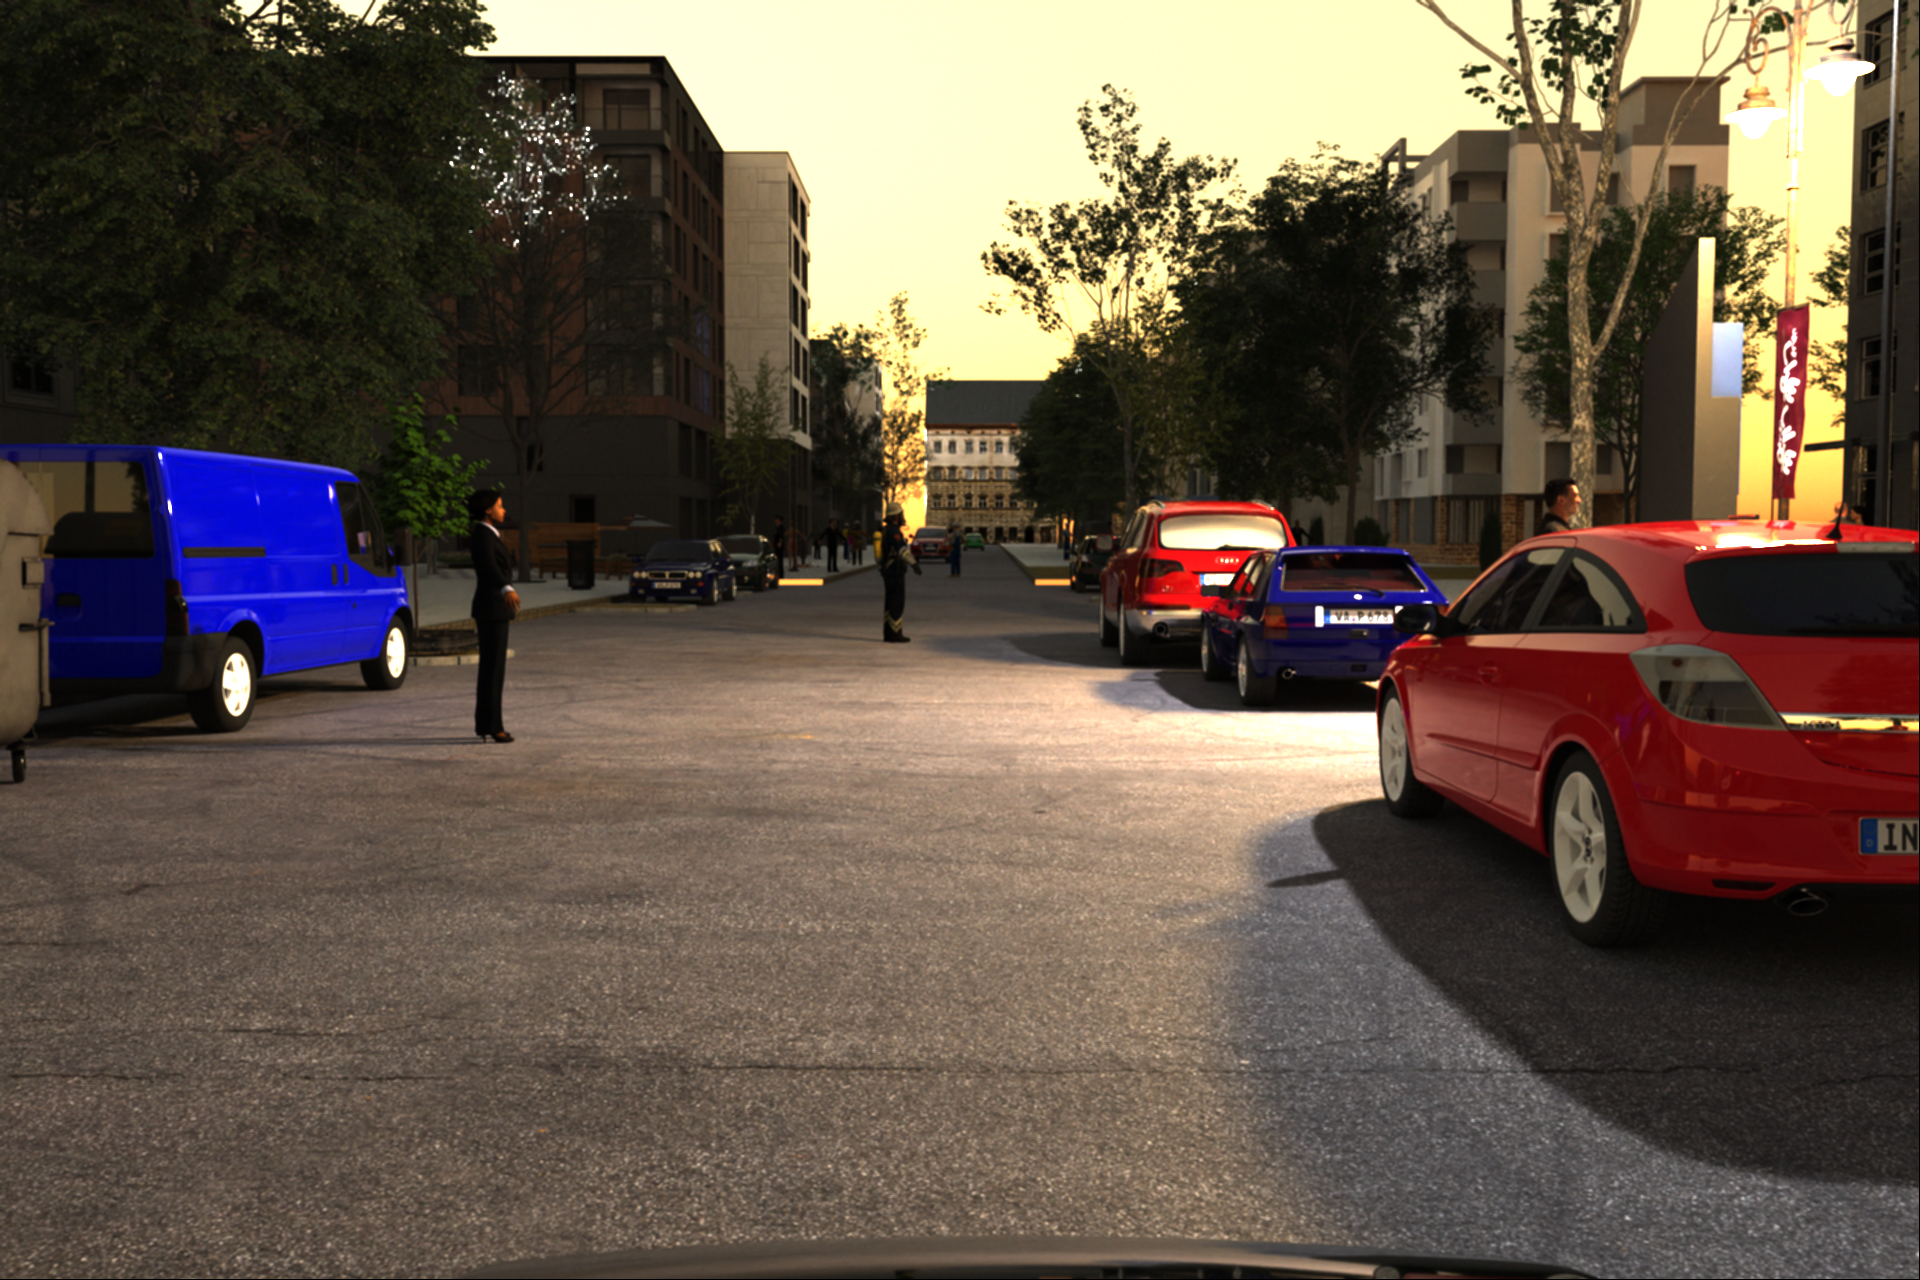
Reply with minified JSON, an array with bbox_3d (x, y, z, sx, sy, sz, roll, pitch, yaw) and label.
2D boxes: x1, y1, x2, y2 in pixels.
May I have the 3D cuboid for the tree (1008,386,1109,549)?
[{"bbox_3d":[8.629,-14.744,147.722,9.857,13.997,8.962,0,3,0],"label":"tree"}]

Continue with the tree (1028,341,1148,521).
[{"bbox_3d":[7.531,-11.196,101.176,7.486,12.596,7.792,0,3,0],"label":"tree"}]

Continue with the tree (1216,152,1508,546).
[{"bbox_3d":[9.725,-6.564,41.731,7.601,10.594,8.767,-2,4,-28],"label":"tree"}]

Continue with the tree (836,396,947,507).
[{"bbox_3d":[-6.266,-14.859,153.309,12.009,13.543,11.850,0,3,0],"label":"tree"}]

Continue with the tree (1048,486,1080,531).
[{"bbox_3d":[8.605,-11.473,137.938,4.737,8.622,4.395,0,3,0],"label":"tree"}]

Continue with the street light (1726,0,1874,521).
[{"bbox_3d":[6.707,-2.522,14.015,0.468,5.910,1.993,0,4,1],"label":"street light"}]

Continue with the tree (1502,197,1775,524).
[{"bbox_3d":[24.591,-9.355,63.322,12.009,13.543,11.850,0,3,0],"label":"tree"}]

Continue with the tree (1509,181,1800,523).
[{"bbox_3d":[20.336,-7.672,51.198,9.928,11.665,9.643,0,3,0],"label":"tree"}]

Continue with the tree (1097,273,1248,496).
[{"bbox_3d":[6.113,-6.082,49.807,4.737,8.622,4.395,0,3,0],"label":"tree"}]

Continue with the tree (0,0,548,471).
[{"bbox_3d":[-11.410,-7.386,27.416,9.857,13.997,8.962,0,3,0],"label":"tree"}]

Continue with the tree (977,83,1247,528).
[{"bbox_3d":[6.383,-13.460,75.962,12.611,20.169,13.585,0,3,0],"label":"tree"}]

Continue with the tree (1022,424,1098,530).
[{"bbox_3d":[8.290,-11.843,128.043,8.767,10.594,7.601,3,5,43],"label":"tree"}]

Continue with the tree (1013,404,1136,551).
[{"bbox_3d":[7.707,-11.126,116.327,8.767,10.594,7.601,-1,4,-20],"label":"tree"}]

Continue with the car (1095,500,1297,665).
[{"bbox_3d":[2.782,-0.719,20.433,2.281,1.827,5.304,0,4,1],"label":"car"}]

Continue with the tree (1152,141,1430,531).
[{"bbox_3d":[10.855,-9.257,58.007,9.857,13.997,8.962,0,3,0],"label":"tree"}]

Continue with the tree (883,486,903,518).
[{"bbox_3d":[-9.395,-17.907,243.136,4.360,8.622,3.978,0,3,0],"label":"tree"}]

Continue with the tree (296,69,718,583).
[{"bbox_3d":[-11.504,-8.268,45.555,12.009,13.543,11.850,0,3,0],"label":"tree"}]

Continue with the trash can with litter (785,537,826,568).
[{"bbox_3d":[-5.901,-3.417,66.922,1.678,1.210,2.233,0,4,2],"label":"trash can with litter"}]

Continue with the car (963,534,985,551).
[{"bbox_3d":[1.171,-8.526,148.192,1.959,1.807,4.718,0,4,1],"label":"car"}]

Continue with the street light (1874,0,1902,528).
[{"bbox_3d":[7.155,-2.433,12.321,1.470,5.913,1.316,0,4,1],"label":"street light"}]

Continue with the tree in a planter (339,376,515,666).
[{"bbox_3d":[-6.219,-1.376,19.724,1.991,3.239,1.994,0,4,2],"label":"tree in a planter"}]

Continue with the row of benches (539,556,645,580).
[{"bbox_3d":[-10.107,-2.048,48.952,4.104,0.672,1.422,2,4,28],"label":"row of benches"}]

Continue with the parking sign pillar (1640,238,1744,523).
[{"bbox_3d":[6.940,-1.715,16.511,1.447,3.967,1.447,0,4,1],"label":"parking sign pillar"}]

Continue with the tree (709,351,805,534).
[{"bbox_3d":[-8.438,-7.350,70.538,4.737,8.622,4.395,0,3,0],"label":"tree"}]

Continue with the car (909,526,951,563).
[{"bbox_3d":[-1.388,-4.735,86.090,2.281,1.827,5.304,0,4,1],"label":"car"}]

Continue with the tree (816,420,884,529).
[{"bbox_3d":[-7.636,-9.906,112.333,4.360,8.622,3.978,0,3,0],"label":"tree"}]

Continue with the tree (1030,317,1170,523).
[{"bbox_3d":[7.390,-10.594,91.344,7.486,12.596,7.792,0,3,0],"label":"tree"}]

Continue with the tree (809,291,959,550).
[{"bbox_3d":[-6.810,-17.082,135.182,12.611,20.169,13.585,0,3,0],"label":"tree"}]

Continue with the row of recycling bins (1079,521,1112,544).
[{"bbox_3d":[4.242,-2.930,55.018,1.069,1.692,3.534,0,4,1],"label":"row of recycling bins"}]

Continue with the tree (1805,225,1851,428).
[{"bbox_3d":[29.267,-7.697,51.600,9.928,11.665,9.643,0,3,0],"label":"tree"}]

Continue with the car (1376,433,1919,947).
[{"bbox_3d":[3.062,0.096,7.477,2.155,1.783,4.494,0,4,1],"label":"car"}]

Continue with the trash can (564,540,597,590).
[{"bbox_3d":[-8.768,-1.738,40.072,0.748,1.137,0.748,0,3,0],"label":"trash can"}]

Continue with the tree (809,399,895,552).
[{"bbox_3d":[-7.984,-11.382,120.501,7.601,10.594,8.767,-3,4,-36],"label":"tree"}]

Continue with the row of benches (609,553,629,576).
[{"bbox_3d":[-10.771,-2.391,54.563,1.422,0.672,4.104,-1,4,-11],"label":"row of benches"}]

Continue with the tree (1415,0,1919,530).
[{"bbox_3d":[8.928,-10.360,25.278,12.611,20.169,13.585,0,3,0],"label":"tree"}]

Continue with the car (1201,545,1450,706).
[{"bbox_3d":[3.223,-0.193,15.742,1.945,1.354,3.894,0,4,1],"label":"car"}]

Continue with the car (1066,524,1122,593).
[{"bbox_3d":[3.684,-2.061,43.477,2.009,1.686,4.222,0,4,1],"label":"car"}]

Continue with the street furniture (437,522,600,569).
[{"bbox_3d":[-17.789,-3.773,68.546,11.010,1.723,9.812,-1,4,-20],"label":"street furniture"}]
